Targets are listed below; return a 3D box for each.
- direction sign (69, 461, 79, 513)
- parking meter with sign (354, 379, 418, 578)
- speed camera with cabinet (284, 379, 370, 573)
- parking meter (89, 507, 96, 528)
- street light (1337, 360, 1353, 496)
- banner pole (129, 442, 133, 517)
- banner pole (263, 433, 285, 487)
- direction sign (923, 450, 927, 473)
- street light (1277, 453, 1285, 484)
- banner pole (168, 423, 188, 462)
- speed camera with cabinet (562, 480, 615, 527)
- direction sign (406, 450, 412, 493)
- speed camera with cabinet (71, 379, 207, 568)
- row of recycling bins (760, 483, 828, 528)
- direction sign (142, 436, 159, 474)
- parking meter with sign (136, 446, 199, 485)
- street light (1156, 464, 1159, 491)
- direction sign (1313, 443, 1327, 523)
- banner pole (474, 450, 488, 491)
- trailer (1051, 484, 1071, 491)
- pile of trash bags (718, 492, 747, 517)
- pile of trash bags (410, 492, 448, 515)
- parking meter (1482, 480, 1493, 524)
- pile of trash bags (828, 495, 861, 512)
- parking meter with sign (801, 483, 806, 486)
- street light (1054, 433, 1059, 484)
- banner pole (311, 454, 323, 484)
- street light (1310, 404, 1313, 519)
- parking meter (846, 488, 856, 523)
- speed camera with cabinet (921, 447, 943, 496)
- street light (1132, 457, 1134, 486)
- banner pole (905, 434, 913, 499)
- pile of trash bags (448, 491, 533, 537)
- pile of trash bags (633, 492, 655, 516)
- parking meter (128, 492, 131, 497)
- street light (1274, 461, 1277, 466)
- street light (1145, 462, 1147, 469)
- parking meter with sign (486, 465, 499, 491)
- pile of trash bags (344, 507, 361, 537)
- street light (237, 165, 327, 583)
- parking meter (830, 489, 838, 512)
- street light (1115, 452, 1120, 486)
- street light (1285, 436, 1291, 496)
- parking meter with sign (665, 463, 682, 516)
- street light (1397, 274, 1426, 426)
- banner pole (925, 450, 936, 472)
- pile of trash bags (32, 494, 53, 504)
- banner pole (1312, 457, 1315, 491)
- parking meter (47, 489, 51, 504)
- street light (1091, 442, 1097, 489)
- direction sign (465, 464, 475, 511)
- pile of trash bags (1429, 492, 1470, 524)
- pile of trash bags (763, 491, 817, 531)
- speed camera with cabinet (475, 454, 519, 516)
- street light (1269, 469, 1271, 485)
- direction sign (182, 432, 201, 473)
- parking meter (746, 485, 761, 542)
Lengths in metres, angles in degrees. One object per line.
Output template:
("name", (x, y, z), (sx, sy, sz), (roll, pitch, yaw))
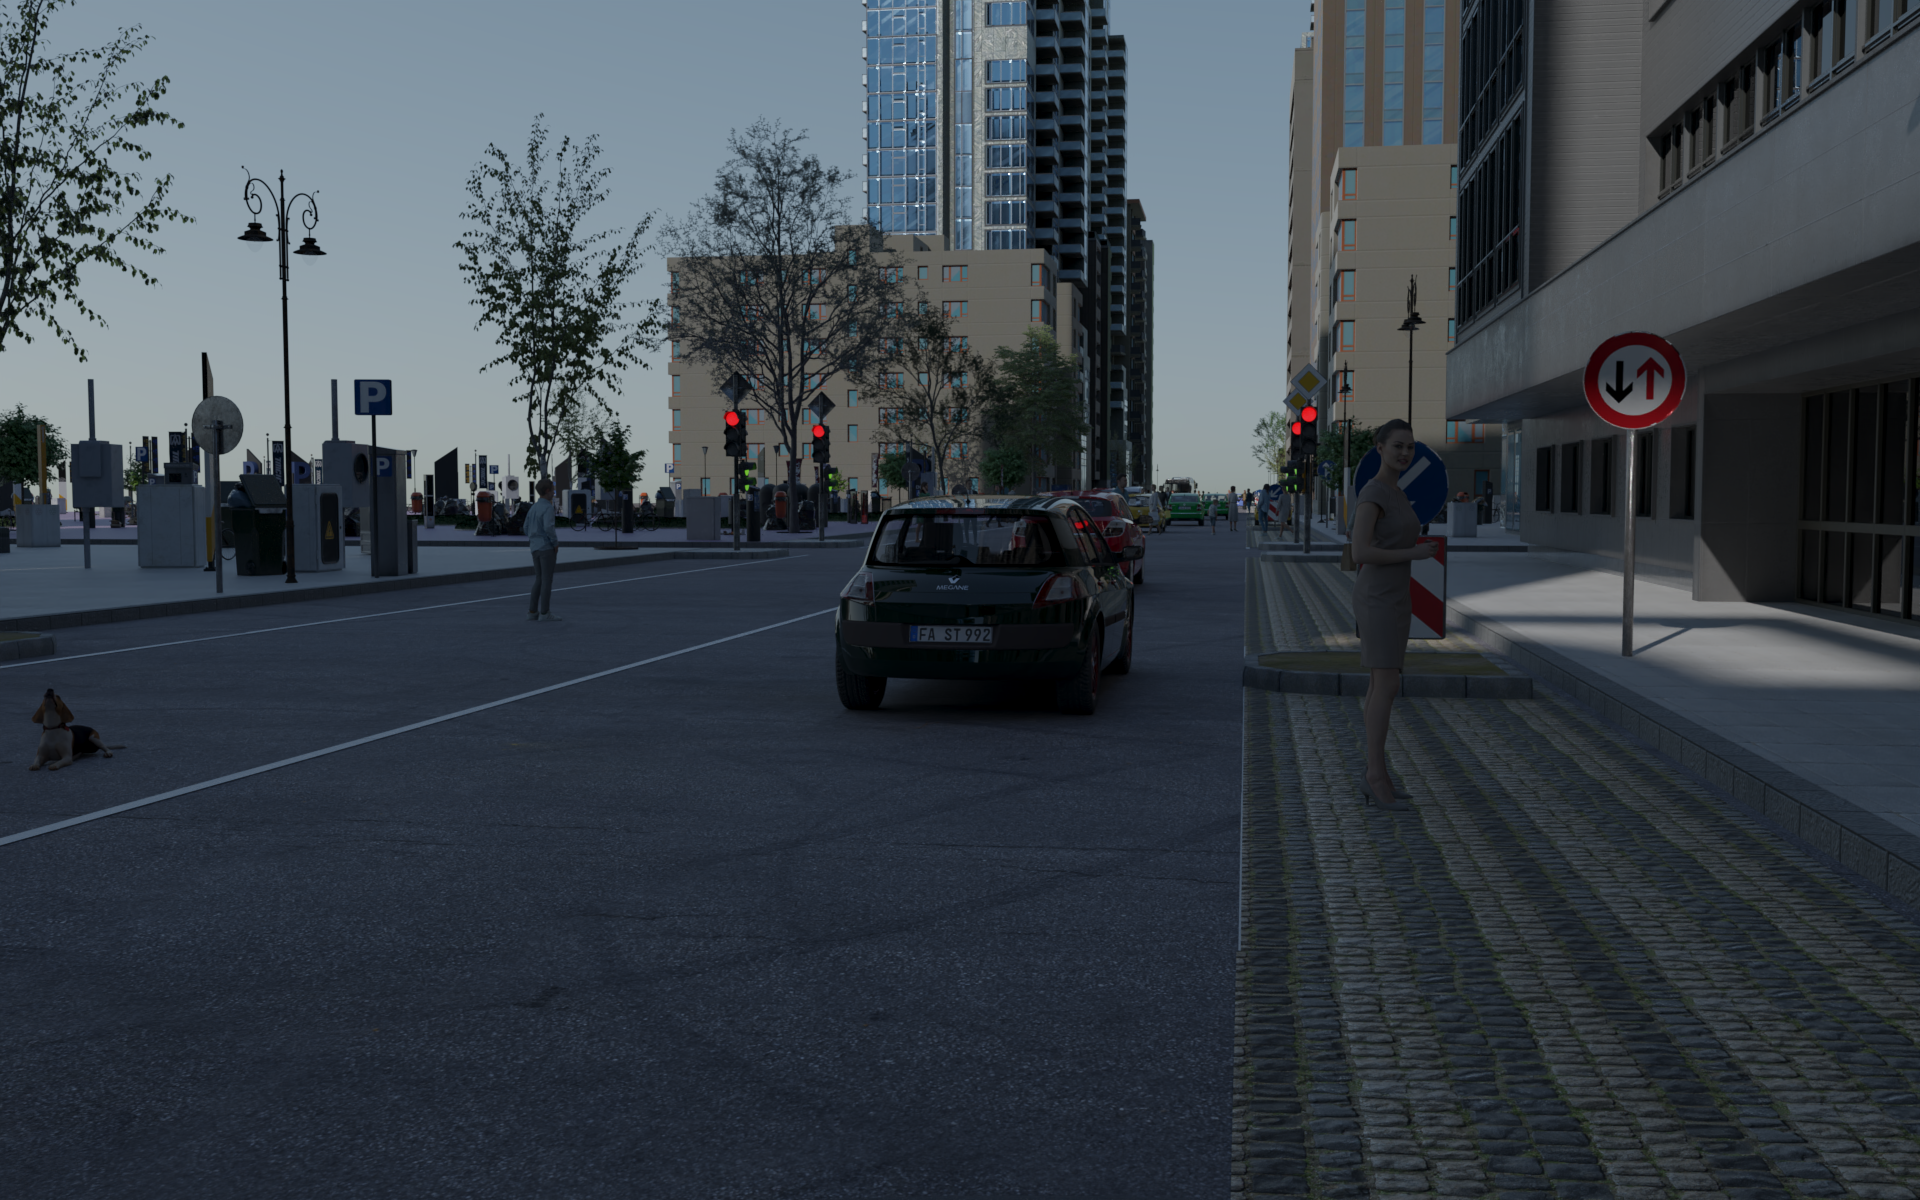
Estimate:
("direction sign", (-61.362, -7.844, 120.248), (0.379, 3.537, 0.876), (2, 4, 33))
("parking meter with sign", (-8.952, -1.891, 27.184), (0.543, 3.016, 1.738), (0, 4, -3))
("speed camera with cabinet", (-10.645, -2.131, 29.175), (0.660, 3.252, 2.038), (0, 4, 6))
("parking meter", (-32.654, -3.459, 64.966), (0.372, 1.533, 0.369), (0, 3, 0))
("street light", (13.275, -5.322, 59.795), (0.468, 5.910, 1.993), (1, 4, 9))
("banner pole", (-39.408, -5.650, 82.398), (0.401, 3.779, 0.863), (-2, 4, -28))
("banner pole", (-28.177, -4.965, 71.198), (0.863, 3.779, 0.401), (-2, 4, -31))
("direction sign", (-1.821, -6.005, 90.185), (0.379, 3.537, 0.876), (0, 4, 7))
("street light", (30.584, -11.704, 164.143), (0.468, 5.910, 1.993), (1, 4, 9))
("banner pole", (-27.385, -4.334, 60.871), (0.863, 3.779, 0.401), (0, 4, 2))
("speed camera with cabinet", (-14.647, -4.532, 68.435), (2.038, 3.252, 0.660), (-2, 4, -35))
("direction sign", (-28.446, -5.925, 88.876), (0.379, 3.537, 0.876), (2, 4, 26))
("speed camera with cabinet", (-14.261, -2.186, 30.085), (2.038, 3.252, 0.660), (0, 4, -5))
("row of recycling bins", (-6.516, -3.693, 67.493), (3.534, 1.692, 1.069), (3, 5, 41))
("direction sign", (-31.659, -4.636, 67.798), (0.379, 3.537, 0.876), (1, 4, 11))
("parking meter with sign", (-18.948, -2.806, 42.146), (1.738, 3.016, 0.543), (0, 4, -4))
("street light", (30.012, -17.769, 263.305), (0.468, 5.910, 1.993), (1, 4, 9))
("direction sign", (16.096, -5.200, 77.023), (0.876, 3.537, 0.379), (-1, 4, -13))
("banner pole", (-27.020, -6.577, 97.554), (0.863, 3.779, 0.401), (-2, 4, -24))
("trailer", (6.034, -5.916, 103.769), (1.471, 1.999, 3.904), (1, 4, 10))
("pile of trash bags", (-11.914, -5.276, 96.021), (3.447, 1.369, 1.912), (1, 4, 22))
("pile of trash bags", (-23.668, -4.192, 78.292), (1.912, 1.369, 3.447), (1, 4, 18))
("parking meter", (22.697, -4.208, 74.515), (0.399, 1.863, 0.255), (-1, 4, -21))
("pile of trash bags", (-7.158, -5.473, 99.235), (3.447, 1.369, 1.912), (3, 5, 41))
("parking meter with sign", (-10.907, -7.494, 118.780), (1.738, 3.016, 0.543), (-3, 4, -36))
("street light", (6.818, -9.249, 124.009), (0.468, 5.910, 1.993), (1, 4, 9))
("banner pole", (-40.287, -7.239, 108.368), (0.863, 3.779, 0.401), (-2, 4, -32))
("street light", (18.138, -7.130, 89.364), (0.468, 5.910, 1.993), (1, 4, 9))
("parking meter", (-4.788, -4.163, 76.471), (0.372, 1.533, 0.369), (0, 3, 0))
("speed camera with cabinet", (-1.177, -4.810, 72.975), (0.660, 3.252, 2.038), (1, 4, 11))
("street light", (20.467, -14.224, 205.352), (0.468, 5.910, 1.993), (1, 4, 9))
("banner pole", (-2.103, -5.012, 71.958), (0.401, 3.779, 0.863), (1, 4, 20))
("pile of trash bags", (-14.137, -2.676, 53.511), (1.912, 1.369, 3.447), (0, 4, 5))
("pile of trash bags", (-17.154, -5.073, 92.695), (1.912, 1.369, 3.447), (0, 4, -1))
("parking meter", (-59.026, -7.190, 123.269), (0.255, 1.863, 0.399), (-1, 4, -17))
("street light", (35.542, -13.528, 193.973), (0.468, 5.910, 1.993), (1, 4, 9))
("street light", (25.158, -15.997, 234.342), (0.468, 5.910, 1.993), (1, 4, 9))
("parking meter with sign", (-28.291, -6.620, 104.499), (0.543, 3.016, 1.738), (-2, 4, -28))
("pile of trash bags", (-19.441, -2.614, 52.487), (3.447, 1.369, 1.912), (3, 5, 43))
("street light", (-9.649, -3.182, 24.816), (0.468, 5.910, 1.993), (1, 4, 9))
("parking meter", (-6.231, -4.730, 85.750), (0.372, 1.533, 0.369), (0, 3, 0))
("street light", (16.697, -12.879, 183.351), (0.468, 5.910, 1.993), (1, 4, 9))
("street light", (25.795, -9.932, 135.170), (0.468, 5.910, 1.993), (1, 4, 9))
("parking meter with sign", (-16.039, -6.205, 97.708), (0.543, 3.016, 1.738), (-2, 4, -33))
("street light", (9.508, -3.903, 36.597), (0.468, 5.910, 1.993), (1, 4, 9))
("banner pole", (-1.774, -6.649, 98.725), (0.863, 3.779, 0.401), (1, 4, 14))
("pile of trash bags", (-62.689, -6.569, 117.147), (1.912, 1.369, 3.447), (1, 4, 10))
("banner pole", (23.862, -7.738, 116.534), (0.401, 3.779, 0.863), (-3, 4, -36))
("parking meter", (-42.537, -4.420, 80.681), (0.372, 1.533, 0.369), (0, 3, 0))
("street light", (11.857, -11.087, 154.055), (0.468, 5.910, 1.993), (1, 4, 9))
("direction sign", (-36.302, -8.354, 128.587), (0.876, 3.537, 0.379), (-3, 4, -37))
("pile of trash bags", (21.319, -4.073, 76.345), (3.447, 1.369, 1.912), (-3, 5, -40))
("pile of trash bags", (-6.116, -3.163, 61.470), (1.912, 1.369, 3.447), (0, 4, 3))
("speed camera with cabinet", (-22.793, -5.562, 85.273), (2.038, 3.252, 0.660), (-2, 4, -35))
("street light", (39.461, -14.975, 217.632), (0.468, 5.910, 1.993), (1, 4, 9))
("direction sign", (-28.268, -4.380, 63.609), (0.379, 3.537, 0.876), (2, 4, 28))
("parking meter", (-5.565, -2.340, 46.665), (0.372, 1.533, 0.369), (0, 3, 0))
